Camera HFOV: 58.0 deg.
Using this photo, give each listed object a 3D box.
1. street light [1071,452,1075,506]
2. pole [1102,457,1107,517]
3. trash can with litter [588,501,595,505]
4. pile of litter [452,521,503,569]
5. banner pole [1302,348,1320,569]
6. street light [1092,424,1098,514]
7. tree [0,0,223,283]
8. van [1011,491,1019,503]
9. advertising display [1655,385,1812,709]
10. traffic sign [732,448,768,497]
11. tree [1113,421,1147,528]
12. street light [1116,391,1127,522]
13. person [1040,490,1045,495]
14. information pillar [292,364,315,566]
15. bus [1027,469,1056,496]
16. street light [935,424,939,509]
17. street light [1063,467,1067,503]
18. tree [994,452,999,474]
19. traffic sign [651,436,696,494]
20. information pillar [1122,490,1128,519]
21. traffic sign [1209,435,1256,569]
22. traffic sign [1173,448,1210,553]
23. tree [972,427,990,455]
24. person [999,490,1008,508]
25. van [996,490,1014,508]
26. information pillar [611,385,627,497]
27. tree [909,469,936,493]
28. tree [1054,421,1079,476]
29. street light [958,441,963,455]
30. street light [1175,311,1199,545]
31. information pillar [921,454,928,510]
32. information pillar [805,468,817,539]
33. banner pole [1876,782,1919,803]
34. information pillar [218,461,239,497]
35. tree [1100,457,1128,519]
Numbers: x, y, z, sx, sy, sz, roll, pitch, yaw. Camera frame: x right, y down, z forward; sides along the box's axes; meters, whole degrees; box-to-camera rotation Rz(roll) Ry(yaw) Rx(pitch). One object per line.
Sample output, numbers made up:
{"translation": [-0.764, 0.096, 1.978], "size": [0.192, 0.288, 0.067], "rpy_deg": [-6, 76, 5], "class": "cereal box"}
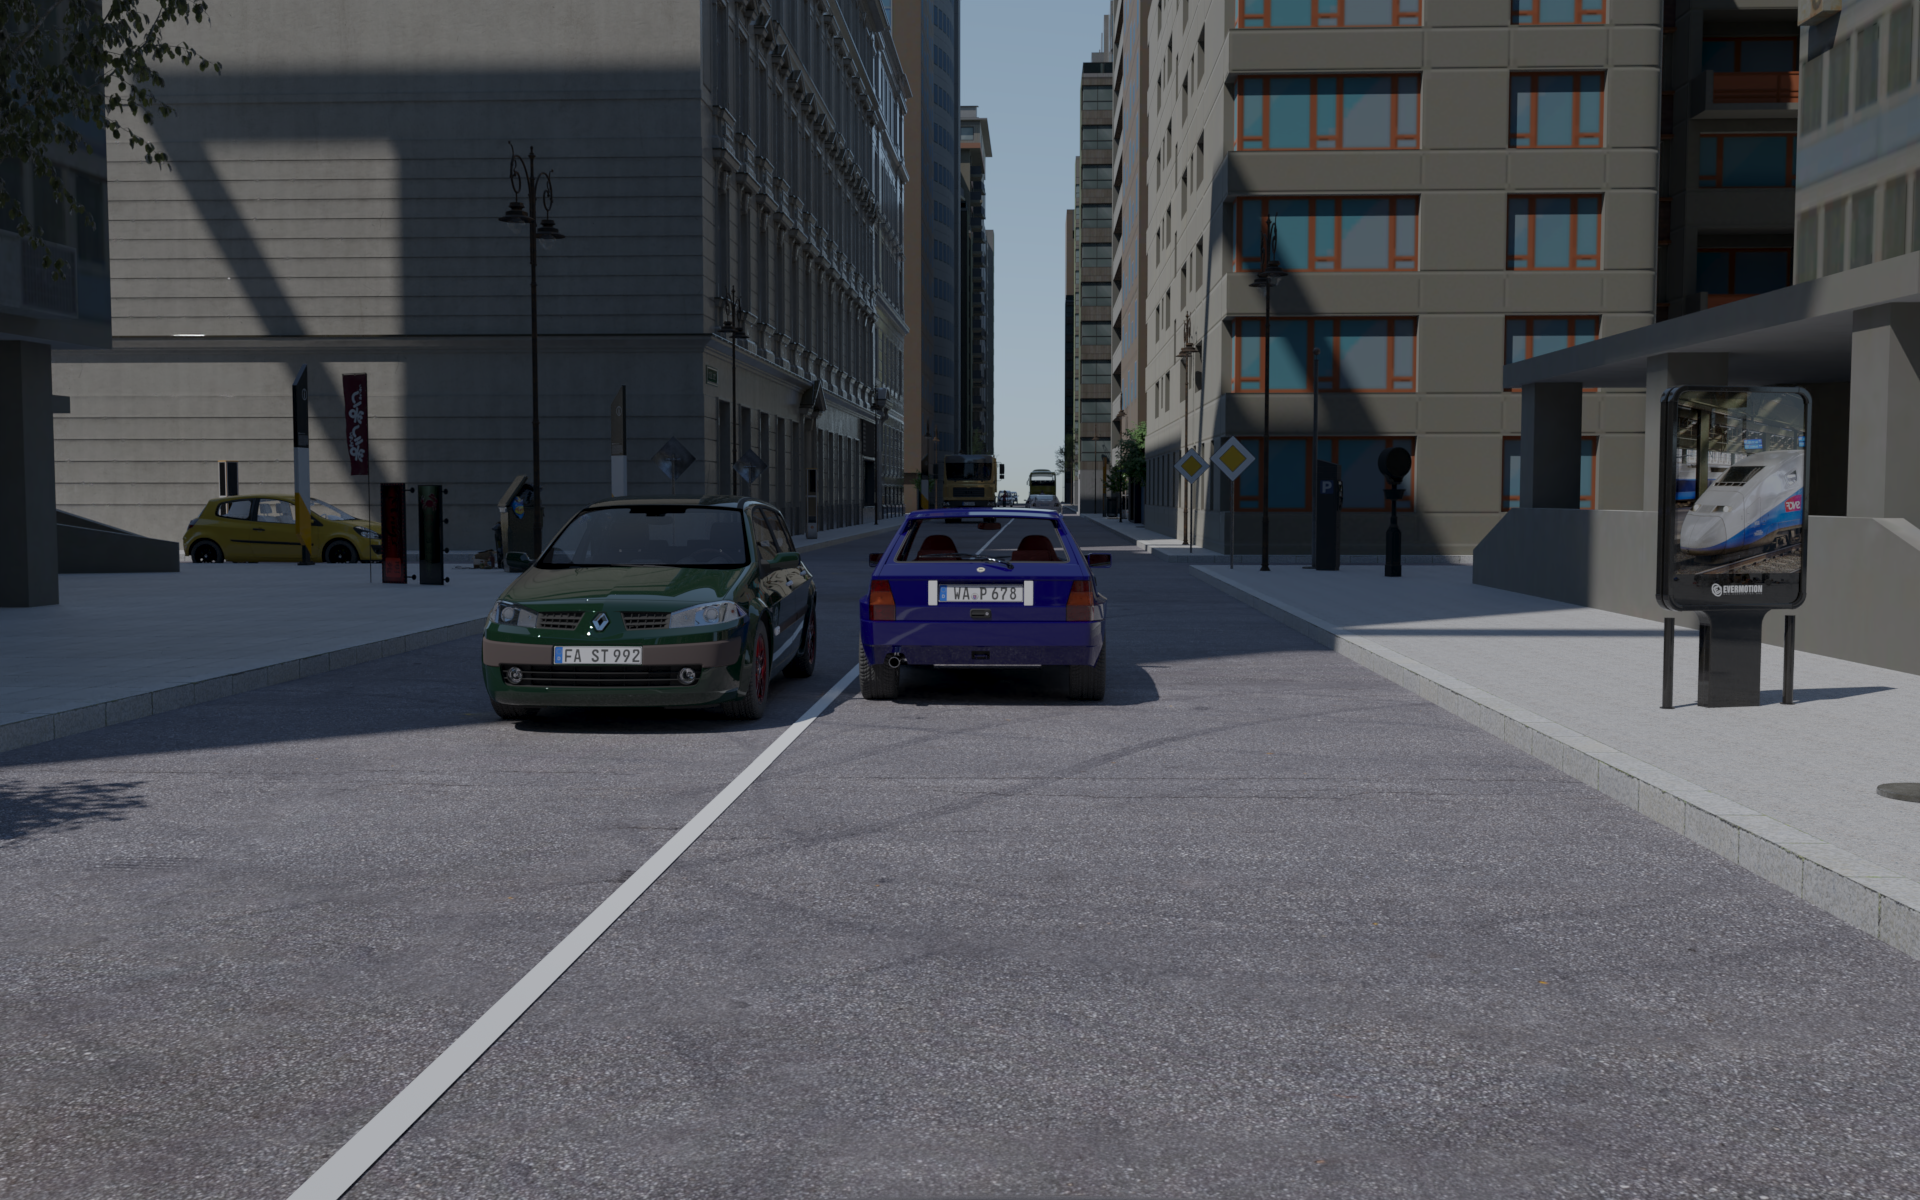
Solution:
{"translation": [13.152, -14.161, 204.317], "size": [0.468, 5.910, 1.993], "rpy_deg": [0, 4, 3], "class": "street light"}
{"translation": [8.046, -6.272, 96.386], "size": [0.158, 3.312, 0.155], "rpy_deg": [0, 3, 0], "class": "pole"}
{"translation": [-5.661, -1.033, 28.274], "size": [0.624, 1.170, 1.055], "rpy_deg": [2, 4, 31], "class": "trash can with litter"}
{"translation": [-7.939, -0.983, 30.036], "size": [1.719, 0.858, 1.176], "rpy_deg": [-1, 4, -10], "class": "pile of litter"}
{"translation": [6.132, -2.442, 29.948], "size": [0.401, 3.779, 0.863], "rpy_deg": [1, 4, 9], "class": "banner pole"}
{"translation": [9.229, -9.019, 120.247], "size": [0.468, 5.910, 1.993], "rpy_deg": [0, 4, 3], "class": "street light"}
{"translation": [-6.835, -3.741, 11.521], "size": [4.360, 8.622, 3.978], "rpy_deg": [0, 3, 0], "class": "tree"}
{"translation": [8.137, -15.940, 267.637], "size": [2.013, 2.044, 4.112], "rpy_deg": [0, 4, 2], "class": "van"}
{"translation": [4.645, -0.318, 10.411], "size": [0.974, 1.923, 0.123], "rpy_deg": [-1, 4, -15], "class": "advertising display"}
{"translation": [-4.612, -2.106, 38.077], "size": [0.795, 2.450, 0.064], "rpy_deg": [0, 4, 3], "class": "traffic sign"}
{"translation": [7.581, -5.076, 66.711], "size": [4.285, 4.588, 4.351], "rpy_deg": [0, 3, 0], "class": "tree"}
{"translation": [7.257, -6.438, 78.055], "size": [0.468, 5.910, 1.993], "rpy_deg": [0, 4, 3], "class": "street light"}
{"translation": [6.330, -7.521, 132.413], "size": [0.756, 1.711, 0.436], "rpy_deg": [2, 4, 30], "class": "person"}
{"translation": [-11.794, -2.428, 31.045], "size": [0.183, 3.616, 0.504], "rpy_deg": [0, 4, 3], "class": "information pillar"}
{"translation": [8.044, -10.931, 170.266], "size": [2.896, 3.916, 12.252], "rpy_deg": [0, 4, 2], "class": "bus"}
{"translation": [-1.565, -8.699, 115.018], "size": [0.468, 5.910, 1.993], "rpy_deg": [0, 4, 3], "class": "street light"}
{"translation": [16.170, -18.289, 271.815], "size": [0.468, 5.910, 1.993], "rpy_deg": [0, 4, 3], "class": "street light"}
{"translation": [4.308, -19.724, 272.845], "size": [4.360, 8.622, 3.978], "rpy_deg": [0, 3, 0], "class": "tree"}
{"translation": [-4.976, -1.618, 30.100], "size": [0.795, 2.450, 0.064], "rpy_deg": [0, 4, 3], "class": "traffic sign"}
{"translation": [8.656, -5.259, 90.471], "size": [0.304, 2.012, 0.304], "rpy_deg": [-3, 4, -38], "class": "information pillar"}
{"translation": [4.657, -1.590, 29.642], "size": [0.795, 2.450, 0.064], "rpy_deg": [0, 4, 3], "class": "traffic sign"}
{"translation": [5.021, -2.078, 37.618], "size": [0.795, 2.450, 0.064], "rpy_deg": [0, 4, 3], "class": "traffic sign"}
{"translation": [1.333, -14.715, 190.955], "size": [4.737, 8.622, 4.395], "rpy_deg": [0, 3, 0], "class": "tree"}
{"translation": [3.284, -7.418, 130.503], "size": [0.721, 1.743, 1.217], "rpy_deg": [-2, 4, -32], "class": "person"}
{"translation": [4.794, -10.884, 184.961], "size": [2.013, 2.044, 4.112], "rpy_deg": [0, 4, 1], "class": "van"}
{"translation": [-7.350, -2.815, 37.380], "size": [0.183, 3.616, 0.504], "rpy_deg": [-3, 5, -44], "class": "information pillar"}
{"translation": [-2.188, -7.153, 111.546], "size": [1.663, 3.219, 1.824], "rpy_deg": [0, 3, 0], "class": "tree"}
{"translation": [13.970, -16.091, 197.502], "size": [7.601, 10.594, 8.767], "rpy_deg": [3, 5, 41], "class": "tree"}
{"translation": [0.104, -10.763, 148.756], "size": [0.468, 5.910, 1.993], "rpy_deg": [0, 4, 3], "class": "street light"}
{"translation": [5.731, -4.346, 43.842], "size": [0.468, 5.910, 1.993], "rpy_deg": [0, 4, 3], "class": "street light"}
{"translation": [-2.037, -6.670, 100.404], "size": [0.504, 3.616, 0.183], "rpy_deg": [-3, 5, -39], "class": "information pillar"}
{"translation": [-4.246, -2.752, 49.481], "size": [0.304, 2.012, 0.304], "rpy_deg": [-1, 4, -13], "class": "information pillar"}
{"translation": [4.231, -1.040, 7.027], "size": [0.401, 3.779, 0.863], "rpy_deg": [-2, 4, -32], "class": "banner pole"}
{"translation": [-16.076, -2.056, 38.108], "size": [0.304, 2.012, 0.304], "rpy_deg": [2, 4, 35], "class": "information pillar"}
{"translation": [7.937, -5.763, 88.826], "size": [1.663, 3.219, 1.824], "rpy_deg": [0, 3, 0], "class": "tree"}
